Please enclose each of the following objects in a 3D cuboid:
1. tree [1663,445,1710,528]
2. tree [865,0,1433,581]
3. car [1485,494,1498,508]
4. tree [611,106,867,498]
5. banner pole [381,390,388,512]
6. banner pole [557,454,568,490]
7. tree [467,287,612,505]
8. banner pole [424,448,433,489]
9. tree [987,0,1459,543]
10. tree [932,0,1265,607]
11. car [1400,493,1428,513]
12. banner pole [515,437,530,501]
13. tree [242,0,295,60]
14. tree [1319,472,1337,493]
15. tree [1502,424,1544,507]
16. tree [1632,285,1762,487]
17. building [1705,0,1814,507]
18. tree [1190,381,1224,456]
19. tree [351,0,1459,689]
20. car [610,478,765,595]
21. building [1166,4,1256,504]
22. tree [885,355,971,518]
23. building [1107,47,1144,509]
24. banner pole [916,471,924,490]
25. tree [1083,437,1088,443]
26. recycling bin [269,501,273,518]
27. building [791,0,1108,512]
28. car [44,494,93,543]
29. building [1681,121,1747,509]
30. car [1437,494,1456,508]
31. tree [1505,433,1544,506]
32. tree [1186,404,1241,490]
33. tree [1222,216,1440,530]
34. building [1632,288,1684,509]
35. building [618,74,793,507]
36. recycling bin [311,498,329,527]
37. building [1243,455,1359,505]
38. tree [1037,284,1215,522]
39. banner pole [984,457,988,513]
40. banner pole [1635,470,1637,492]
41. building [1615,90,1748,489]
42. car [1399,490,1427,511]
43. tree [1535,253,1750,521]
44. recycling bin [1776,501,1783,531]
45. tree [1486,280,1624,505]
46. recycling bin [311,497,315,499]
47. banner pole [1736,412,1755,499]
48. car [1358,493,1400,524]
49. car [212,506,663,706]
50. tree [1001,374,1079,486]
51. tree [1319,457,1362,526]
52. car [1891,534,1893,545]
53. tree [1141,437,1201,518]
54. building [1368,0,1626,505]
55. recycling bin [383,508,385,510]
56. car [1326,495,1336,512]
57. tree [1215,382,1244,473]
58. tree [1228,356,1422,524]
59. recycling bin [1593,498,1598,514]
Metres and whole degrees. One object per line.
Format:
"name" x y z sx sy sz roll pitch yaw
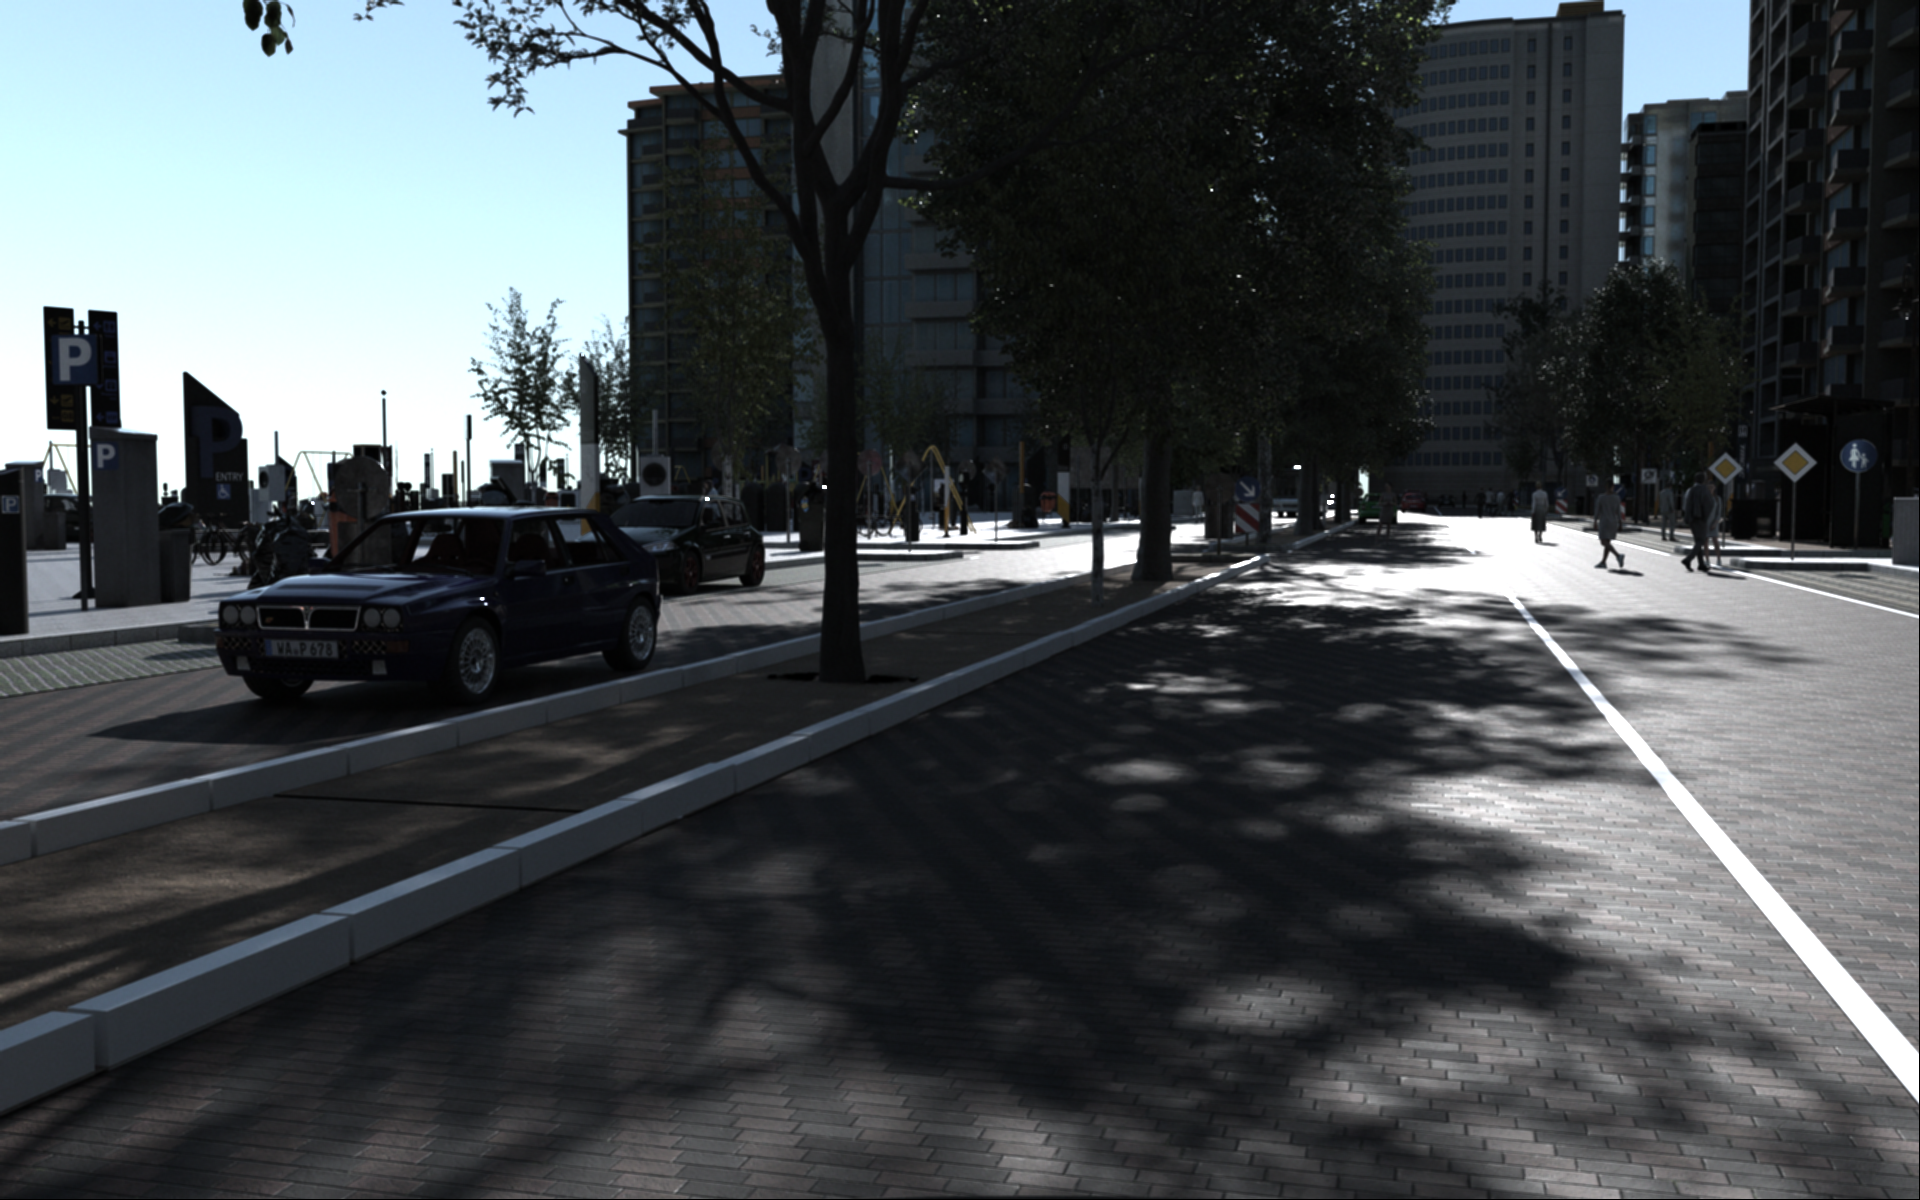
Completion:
"tree" 28.204 -4.405 66.629 1.663 3.219 1.824 0 3 0
"tree" 3.214 -7.297 28.412 9.857 13.997 8.962 0 3 0
"car" 52.266 -9.757 169.314 2.009 1.686 4.222 1 4 17
"tree" -4.337 -5.117 34.024 4.737 8.622 4.395 0 3 0
"banner pole" -13.908 -3.176 41.941 0.401 3.779 0.863 -1 4 -16
"banner pole" -24.554 -7.174 107.306 0.863 3.779 0.401 -1 4 -14
"tree" -15.132 -6.771 61.075 4.737 8.622 4.395 0 3 0
"banner pole" -28.899 -6.384 94.390 0.401 3.779 0.863 2 4 24
"tree" 7.502 -11.645 48.735 12.611 20.169 13.585 0 3 0
"tree" 1.711 -4.190 21.334 4.737 8.622 4.395 0 3 0
"car" 35.039 -7.624 133.687 2.155 1.783 4.494 1 4 15
"banner pole" -19.000 -5.225 75.440 0.863 3.779 0.401 0 4 7
"tree" -2.965 -3.170 4.648 4.360 8.622 3.978 0 3 0
"tree" 22.230 -9.051 100.797 4.360 8.622 3.978 0 3 0
"tree" 56.231 -13.610 172.879 4.737 8.622 4.395 0 3 0
"tree" 25.800 -6.715 60.160 4.737 8.622 4.395 0 3 0
"building" 63.853 -41.515 117.023 20.563 71.187 20.611 1 4 15
"tree" 20.061 -12.282 126.572 9.928 11.665 9.643 0 3 0
"tree" -0.911 -6.107 12.676 12.009 13.543 11.850 0 3 0
"car" -4.292 -0.977 25.764 2.009 1.686 4.222 1 4 15
"building" 26.568 -48.026 223.480 20.611 71.187 20.563 1 4 15
"tree" -1.265 -8.598 90.934 4.360 8.622 3.978 0 3 0
"building" 10.082 -31.176 159.840 14.600 45.320 14.200 1 4 15
"banner pole" -2.875 -8.045 121.558 0.863 3.779 0.401 -2 4 -28
"tree" 6.871 -10.037 114.462 4.360 8.622 3.978 0 3 0
"recycling bin" -36.635 -4.797 90.992 0.722 1.027 0.722 1 4 13
"building" 0.233 -31.784 139.284 23.786 49.044 30.456 1 4 15
"car" -23.936 -2.285 47.147 4.222 1.686 2.009 1 4 15
"building" 64.164 -22.288 136.117 14.160 30.474 14.107 1 4 15
"car" 51.829 -10.683 184.452 2.009 1.686 4.222 1 4 15
"tree" 58.872 -14.077 180.527 4.360 8.622 3.978 0 3 0
"tree" 16.772 -10.089 115.320 4.360 8.622 3.978 0 3 0
"tree" 14.184 -9.149 69.050 9.611 12.733 9.660 0 3 0
"building" 77.110 -19.019 155.992 27.650 21.520 28.899 1 4 15
"building" -19.713 -32.380 184.044 28.867 44.769 22.147 1 4 15
"recycling bin" -24.572 -3.347 67.273 0.722 1.027 0.722 2 4 34
"building" 43.174 -27.310 218.226 14.107 30.474 14.160 1 4 15
"tree" 7.212 -9.934 80.544 7.486 12.596 7.792 0 3 0
"banner pole" 1.735 -7.693 115.796 0.401 3.779 0.863 1 4 21
"banner pole" 37.436 -6.451 95.498 0.863 3.779 0.401 -2 4 -33
"building" 94.069 -35.991 208.064 30.456 49.044 23.786 1 4 15
"car" 38.716 -8.521 147.991 2.281 1.827 5.304 1 4 13
"tree" 32.622 -10.146 82.890 9.611 12.733 9.660 0 3 0
"recycling bin" 28.556 -2.890 59.806 0.722 1.027 0.722 -1 4 -19
"tree" 51.882 -18.041 150.866 12.611 20.169 13.585 0 3 0
"recycling bin" -48.422 -7.204 130.346 0.722 1.027 0.722 -1 4 -9
"banner pole" 23.882 -3.832 52.663 0.863 3.779 0.401 -2 4 -26
"car" 20.371 -4.618 84.295 1.959 1.807 4.718 1 4 15
"car" -3.763 -0.032 13.111 1.945 1.354 3.894 1 4 16
"tree" 4.309 -9.434 104.609 4.360 8.622 3.978 0 3 0
"tree" 16.193 -7.575 76.665 4.737 8.622 4.395 0 3 0
"car" 22.087 -1.672 36.132 4.718 1.807 1.959 1 4 13
"tree" 11.309 -6.712 93.449 4.285 4.588 4.351 0 3 0
"building" 65.307 -41.086 213.757 28.212 58.520 21.231 1 4 15
"recycling bin" -41.649 -6.810 123.895 0.722 1.027 0.722 3 5 41
"car" 29.082 -7.471 134.729 1.945 1.354 3.894 1 4 16
"tree" 14.212 -11.396 104.454 7.486 12.596 7.792 0 3 0
"tree" 18.425 -9.507 83.656 9.928 11.665 9.643 0 3 0
"recycling bin" 40.997 -6.051 111.495 0.722 1.027 0.722 1 4 9
